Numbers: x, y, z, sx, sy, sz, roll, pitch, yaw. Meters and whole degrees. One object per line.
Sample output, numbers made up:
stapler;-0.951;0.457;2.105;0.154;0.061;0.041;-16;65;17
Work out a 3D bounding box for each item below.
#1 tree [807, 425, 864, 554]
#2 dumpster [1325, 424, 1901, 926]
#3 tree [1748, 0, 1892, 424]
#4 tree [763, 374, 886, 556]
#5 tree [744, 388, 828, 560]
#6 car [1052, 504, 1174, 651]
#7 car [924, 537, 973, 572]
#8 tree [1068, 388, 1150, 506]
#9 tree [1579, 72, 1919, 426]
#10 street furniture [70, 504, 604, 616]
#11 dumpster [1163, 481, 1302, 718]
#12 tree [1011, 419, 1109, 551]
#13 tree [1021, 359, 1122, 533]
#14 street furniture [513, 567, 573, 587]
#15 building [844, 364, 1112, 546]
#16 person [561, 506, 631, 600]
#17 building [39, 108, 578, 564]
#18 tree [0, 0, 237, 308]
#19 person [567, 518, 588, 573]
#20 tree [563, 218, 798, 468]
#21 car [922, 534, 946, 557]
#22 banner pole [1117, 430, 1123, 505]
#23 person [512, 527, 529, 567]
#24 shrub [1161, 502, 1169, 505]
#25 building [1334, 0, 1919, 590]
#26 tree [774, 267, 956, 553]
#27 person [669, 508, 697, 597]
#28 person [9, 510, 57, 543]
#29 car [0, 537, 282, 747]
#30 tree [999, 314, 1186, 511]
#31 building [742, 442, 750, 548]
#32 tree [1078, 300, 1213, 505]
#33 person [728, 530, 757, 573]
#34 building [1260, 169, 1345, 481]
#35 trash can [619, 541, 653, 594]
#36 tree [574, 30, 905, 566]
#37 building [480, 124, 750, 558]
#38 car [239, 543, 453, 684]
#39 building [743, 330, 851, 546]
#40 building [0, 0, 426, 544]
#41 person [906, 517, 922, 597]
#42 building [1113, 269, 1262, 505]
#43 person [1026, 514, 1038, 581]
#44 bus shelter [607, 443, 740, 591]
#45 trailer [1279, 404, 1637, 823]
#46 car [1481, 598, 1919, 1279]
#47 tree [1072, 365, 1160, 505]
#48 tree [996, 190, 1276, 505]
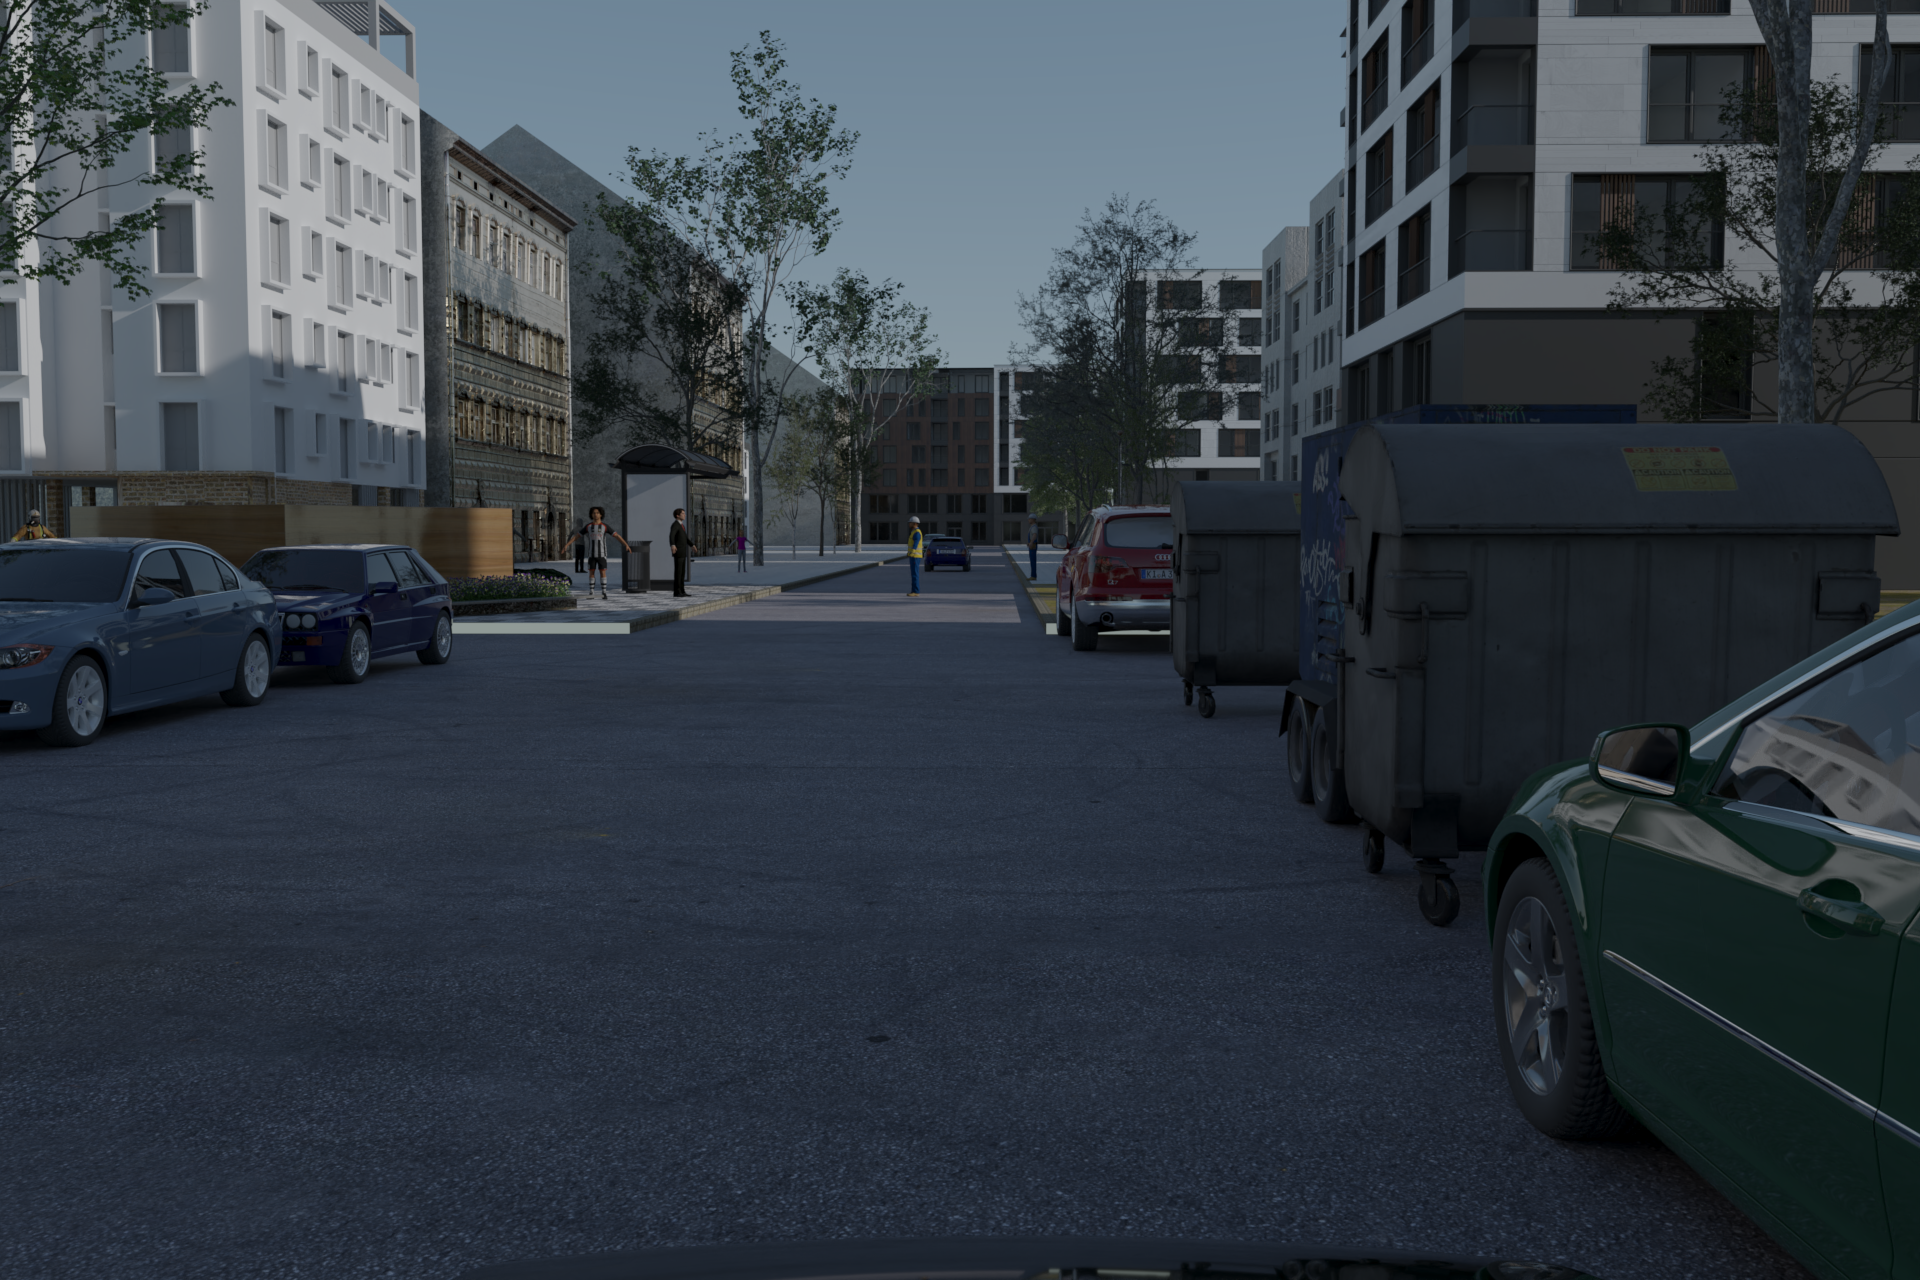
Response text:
tree;-8.066;-9.844;111.310;4.360;8.622;3.978;0;3;0
dumpster;2.454;0.087;6.786;1.865;1.857;1.264;0;4;1
tree;7.749;-9.928;18.213;12.611;20.169;13.585;0;3;0
tree;-7.715;-10.128;100.012;7.601;10.594;8.767;-2;4;-29
tree;-8.245;-8.348;86.844;4.360;8.622;3.978;0;3;0
car;2.381;-0.863;22.783;2.281;1.827;5.304;0;4;0
car;-0.462;-3.332;67.053;1.945;1.354;3.894;0;4;2
tree;6.899;-8.173;83.984;4.360;8.622;3.978;0;3;0
tree;16.636;-6.045;33.245;8.767;10.594;7.601;-1;4;-23
street furniture;-10.751;-1.249;27.269;11.010;1.723;9.812;2;4;26
dumpster;2.619;-0.350;13.946;1.865;1.857;1.264;0;4;0
tree;7.553;-12.979;130.332;7.486;12.596;7.792;0;3;0
tree;7.309;-11.754;110.305;7.486;12.596;7.792;0;3;0
street furniture;-12.423;-1.493;40.032;5.734;0.657;10.072;0;4;5
building;2.828;-22.935;221.419;32.646;21.610;27.936;0;4;4
person;-7.123;-1.702;33.979;1.345;1.843;0.704;0;4;-5
building;-28.477;-14.946;75.299;19.493;23.208;18.063;0;4;2
tree;-13.034;-5.840;21.235;9.928;11.665;9.643;0;3;0
person;-12.500;-3.114;57.039;1.348;1.813;0.705;2;4;33
tree;-8.653;-7.205;52.215;8.767;10.594;7.601;2;4;35
car;-1.544;-5.849;107.421;2.131;1.459;4.920;0;4;2
banner pole;3.852;-3.158;41.646;0.401;3.779;0.863;0;4;2
person;-15.514;-3.257;59.527;1.348;1.796;0.705;-1;4;-15
shrub;4.513;-2.002;36.773;1.661;2.075;1.752;0;3;0
building;25.718;-12.905;54.966;27.936;21.610;32.646;0;4;1
tree;-6.644;-16.236;121.354;12.611;20.169;13.585;0;3;0
person;-5.678;-1.777;35.243;0.705;1.806;1.347;1;4;10
person;-21.775;-2.142;40.793;0.705;1.858;1.354;3;5;40
car;-6.739;-0.072;13.183;2.014;1.417;4.499;0;4;1
tree;7.245;-11.408;96.883;12.009;13.543;11.850;0;3;0
building;-24.050;-13.399;161.227;9.099;9.664;28.070;0;4;0
tree;6.420;-6.333;53.914;4.360;8.622;3.978;0;3;0
person;-7.259;-2.967;57.774;0.991;1.433;0.599;-2;4;-24
building;26.942;-13.821;92.435;16.747;18.905;31.486;0;4;1
trash can;-7.018;-1.581;37.505;0.748;1.137;0.748;0;3;0
tree;-8.618;-12.963;67.829;12.611;20.169;13.585;0;3;0
building;-23.461;-16.606;102.443;19.493;23.208;18.063;0;4;2
car;-6.563;-0.319;17.798;1.945;1.354;3.894;0;4;2
building;-22.466;-22.303;195.578;19.493;23.208;18.063;0;4;1
building;-25.277;-11.932;51.516;16.016;20.090;11.380;0;4;2
person;-1.075;-1.921;39.834;0.705;1.833;1.349;0;4;-5
building;27.041;-18.704;149.788;27.936;21.610;32.646;0;4;1
person;1.988;-2.572;47.906;0.705;1.847;1.347;0;3;0
bus shelter;-6.730;-2.905;41.419;2.014;3.302;5.546;0;4;3
trailer;2.502;-0.156;9.598;1.471;1.999;3.904;0;4;0
car;2.280;0.555;2.732;2.131;1.459;4.920;0;3;0
tree;7.133;-7.635;75.195;4.360;8.622;3.978;0;3;0
tree;6.381;-9.272;61.965;12.009;13.543;11.850;0;3;0
